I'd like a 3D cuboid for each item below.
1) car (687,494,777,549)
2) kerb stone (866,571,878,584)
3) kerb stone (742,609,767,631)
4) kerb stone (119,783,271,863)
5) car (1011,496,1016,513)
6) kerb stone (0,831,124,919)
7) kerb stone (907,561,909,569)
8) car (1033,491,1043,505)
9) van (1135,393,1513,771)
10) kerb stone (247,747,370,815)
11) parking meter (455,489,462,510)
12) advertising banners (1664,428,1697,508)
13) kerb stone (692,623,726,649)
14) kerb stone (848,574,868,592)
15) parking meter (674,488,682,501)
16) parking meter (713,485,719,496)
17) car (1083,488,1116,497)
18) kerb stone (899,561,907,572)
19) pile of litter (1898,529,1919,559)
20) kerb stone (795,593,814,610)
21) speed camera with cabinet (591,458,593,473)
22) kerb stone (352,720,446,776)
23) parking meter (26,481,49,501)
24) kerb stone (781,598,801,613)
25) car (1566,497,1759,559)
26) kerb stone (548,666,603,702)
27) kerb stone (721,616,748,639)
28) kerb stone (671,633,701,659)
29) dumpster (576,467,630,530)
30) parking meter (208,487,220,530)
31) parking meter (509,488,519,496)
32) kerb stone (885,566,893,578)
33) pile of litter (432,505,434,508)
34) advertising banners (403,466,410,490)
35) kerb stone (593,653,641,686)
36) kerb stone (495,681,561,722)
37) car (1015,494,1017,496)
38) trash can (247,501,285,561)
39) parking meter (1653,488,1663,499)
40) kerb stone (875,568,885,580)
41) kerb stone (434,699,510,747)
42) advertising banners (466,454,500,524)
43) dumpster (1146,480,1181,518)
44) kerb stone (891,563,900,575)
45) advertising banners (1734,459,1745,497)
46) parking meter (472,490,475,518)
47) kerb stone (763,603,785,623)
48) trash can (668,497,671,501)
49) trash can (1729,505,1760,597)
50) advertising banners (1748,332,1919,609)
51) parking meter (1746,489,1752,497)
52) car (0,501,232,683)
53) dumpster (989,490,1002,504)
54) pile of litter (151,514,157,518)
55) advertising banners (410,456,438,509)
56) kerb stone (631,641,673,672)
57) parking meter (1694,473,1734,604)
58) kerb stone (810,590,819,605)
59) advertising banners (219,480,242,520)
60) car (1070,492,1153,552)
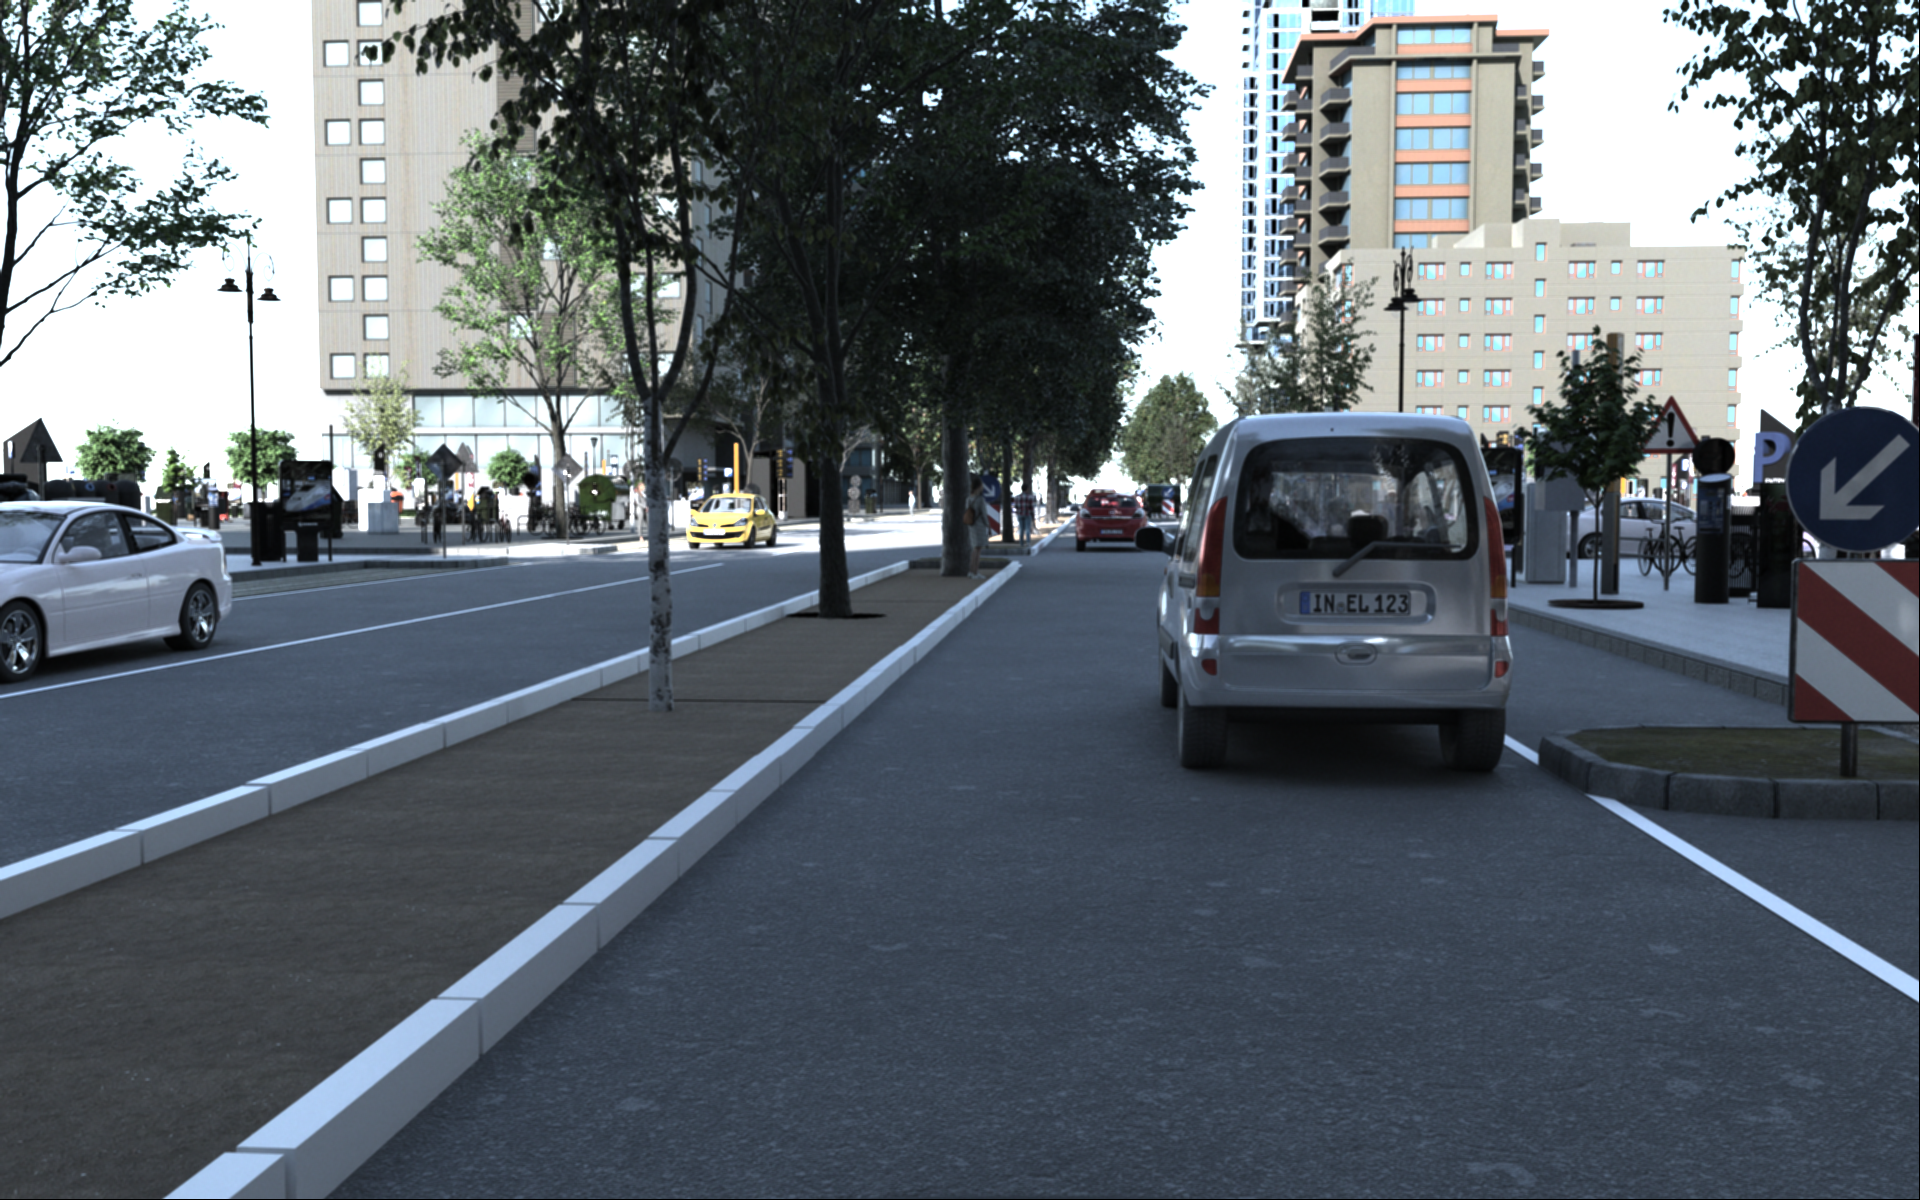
[{"bbox_3d":[-6.078,-2.205,46.271,2.015,1.641,3.980,0,4,6],"label":"car"},{"bbox_3d":[-1.480,-0.332,27.616,0.120,0.150,1.000,0,4,5],"label":"kerb stone"},{"bbox_3d":[-2.231,0.231,18.412,0.120,0.150,1.000,0,4,5],"label":"kerb stone"},{"bbox_3d":[-3.160,0.929,7.168,0.120,0.150,1.000,0,4,5],"label":"kerb stone"},{"bbox_3d":[3.779,-6.128,112.777,1.945,1.354,3.894,0,4,3],"label":"car"},{"bbox_3d":[-3.243,0.992,6.150,0.120,0.150,1.000,0,4,5],"label":"kerb stone"},{"bbox_3d":[-1.057,-0.643,32.714,0.120,0.150,1.000,0,4,5],"label":"kerb stone"},{"bbox_3d":[10.411,-14.110,239.366,2.281,1.827,5.304,0,4,5],"label":"car"},{"bbox_3d":[2.070,-0.205,10.366,2.013,2.044,4.112,0,4,4],"label":"van"},{"bbox_3d":[-3.073,0.857,8.186,0.120,0.150,1.000,0,4,5],"label":"kerb stone"},{"bbox_3d":[-25.994,-4.978,89.802,0.372,1.533,0.369,0,3,0],"label":"parking meter"},{"bbox_3d":[18.824,-3.000,45.232,0.090,3.025,2.074,3,5,43],"label":"advertising banners"},{"bbox_3d":[-2.399,0.357,16.362,0.120,0.150,1.000,0,4,5],"label":"kerb stone"},{"bbox_3d":[-1.573,-0.269,26.598,0.120,0.150,1.000,0,4,5],"label":"kerb stone"},{"bbox_3d":[-11.633,-3.844,71.258,0.372,1.533,0.369,0,3,0],"label":"parking meter"},{"bbox_3d":[-15.880,-6.545,112.716,0.255,1.863,0.399,3,5,41],"label":"parking meter"},{"bbox_3d":[8.429,-5.721,102.219,2.281,1.827,5.304,0,4,4],"label":"car"},{"bbox_3d":[-1.141,-0.580,31.695,0.120,0.150,1.000,0,4,5],"label":"kerb stone"},{"bbox_3d":[11.909,-0.463,21.529,1.719,0.858,1.176,3,5,41],"label":"pile of litter"},{"bbox_3d":[-1.989,0.044,21.482,0.120,0.150,1.000,0,4,5],"label":"kerb stone"},{"bbox_3d":[-19.381,-6.126,94.496,2.038,3.252,0.660,1,4,21],"label":"speed camera with cabinet"},{"bbox_3d":[-2.995,0.794,9.208,0.120,0.150,1.000,0,4,5],"label":"kerb stone"},{"bbox_3d":[-17.255,-1.469,32.428,0.372,1.533,0.369,0,3,0],"label":"parking meter"},{"bbox_3d":[-2.060,0.106,20.455,0.120,0.150,1.000,0,4,5],"label":"kerb stone"},{"bbox_3d":[14.411,-1.452,36.104,4.827,1.381,2.083,0,4,5],"label":"car"},{"bbox_3d":[-2.747,0.607,12.268,0.120,0.150,1.000,0,4,5],"label":"kerb stone"},{"bbox_3d":[-2.320,0.295,17.387,0.120,0.150,1.000,0,4,5],"label":"kerb stone"},{"bbox_3d":[-2.490,0.428,15.340,0.120,0.150,1.000,0,4,5],"label":"kerb stone"},{"bbox_3d":[-12.795,-3.644,62.069,1.502,2.255,1.985,0,4,5],"label":"dumpster"},{"bbox_3d":[-27.019,-3.321,62.705,0.372,1.533,0.369,0,3,0],"label":"parking meter"},{"bbox_3d":[-17.410,-3.626,67.692,0.372,1.533,0.369,0,3,0],"label":"parking meter"},{"bbox_3d":[-1.312,-0.456,29.657,0.120,0.150,1.000,0,4,5],"label":"kerb stone"},{"bbox_3d":[-23.585,-3.923,78.114,1.719,0.858,1.176,0,4,3],"label":"pile of litter"},{"bbox_3d":[-33.969,-6.901,109.024,2.074,3.025,0.090,-2,4,-32],"label":"advertising banners"},{"bbox_3d":[-2.660,0.545,13.286,0.120,0.150,1.000,0,4,5],"label":"kerb stone"},{"bbox_3d":[-2.824,0.670,11.248,0.120,0.150,1.000,0,4,5],"label":"kerb stone"},{"bbox_3d":[5.111,-8.078,141.860,2.009,1.686,4.222,0,4,6],"label":"car"},{"bbox_3d":[-13.267,-1.317,33.192,0.748,1.137,0.748,0,3,0],"label":"trash can"},{"bbox_3d":[27.829,-3.711,69.082,0.372,1.533,0.369,0,3,0],"label":"parking meter"},{"bbox_3d":[-1.398,-0.394,28.639,0.120,0.150,1.000,0,4,5],"label":"kerb stone"},{"bbox_3d":[-2.904,0.732,10.226,0.120,0.150,1.000,0,4,5],"label":"kerb stone"},{"bbox_3d":[-20.801,-4.847,75.440,2.074,3.025,0.090,2,4,31],"label":"advertising banners"},{"bbox_3d":[11.720,-5.790,99.621,1.985,2.255,1.502,0,4,4],"label":"dumpster"},{"bbox_3d":[-1.228,-0.516,30.676,0.120,0.150,1.000,0,4,5],"label":"kerb stone"},{"bbox_3d":[38.252,-5.434,85.041,0.090,3.025,2.074,3,4,36],"label":"advertising banners"},{"bbox_3d":[-26.280,-5.182,93.144,0.372,1.533,0.369,0,3,0],"label":"parking meter"},{"bbox_3d":[-2.149,0.171,19.437,0.120,0.150,1.000,0,4,5],"label":"kerb stone"},{"bbox_3d":[-12.655,-3.861,74.774,0.748,1.137,0.748,0,3,0],"label":"trash can"},{"bbox_3d":[9.679,-0.616,21.720,0.748,1.137,0.748,0,3,0],"label":"trash can"},{"bbox_3d":[9.849,-1.398,19.047,2.074,3.025,0.090,2,4,25],"label":"advertising banners"},{"bbox_3d":[40.325,-4.892,88.393,0.372,1.533,0.369,0,3,0],"label":"parking meter"},{"bbox_3d":[-7.975,-0.141,14.660,2.083,1.381,4.827,0,4,3],"label":"car"},{"bbox_3d":[4.115,-12.156,206.971,1.865,1.857,1.264,0,4,6],"label":"dumpster"},{"bbox_3d":[-46.996,-5.231,99.497,1.176,0.858,1.719,3,4,38],"label":"pile of litter"},{"bbox_3d":[-24.816,-5.155,80.471,0.090,3.025,2.074,1,4,12],"label":"advertising banners"},{"bbox_3d":[-2.575,0.482,14.319,0.120,0.150,1.000,0,4,5],"label":"kerb stone"},{"bbox_3d":[8.865,-0.732,20.384,0.372,1.533,0.369,0,3,0],"label":"parking meter"},{"bbox_3d":[-1.898,-0.019,22.500,0.120,0.150,1.000,0,4,5],"label":"kerb stone"},{"bbox_3d":[-35.536,-5.335,83.415,2.074,3.025,0.090,-1,4,-9],"label":"advertising banners"},{"bbox_3d":[3.902,-2.181,44.692,2.155,1.783,4.494,0,4,5],"label":"car"}]
